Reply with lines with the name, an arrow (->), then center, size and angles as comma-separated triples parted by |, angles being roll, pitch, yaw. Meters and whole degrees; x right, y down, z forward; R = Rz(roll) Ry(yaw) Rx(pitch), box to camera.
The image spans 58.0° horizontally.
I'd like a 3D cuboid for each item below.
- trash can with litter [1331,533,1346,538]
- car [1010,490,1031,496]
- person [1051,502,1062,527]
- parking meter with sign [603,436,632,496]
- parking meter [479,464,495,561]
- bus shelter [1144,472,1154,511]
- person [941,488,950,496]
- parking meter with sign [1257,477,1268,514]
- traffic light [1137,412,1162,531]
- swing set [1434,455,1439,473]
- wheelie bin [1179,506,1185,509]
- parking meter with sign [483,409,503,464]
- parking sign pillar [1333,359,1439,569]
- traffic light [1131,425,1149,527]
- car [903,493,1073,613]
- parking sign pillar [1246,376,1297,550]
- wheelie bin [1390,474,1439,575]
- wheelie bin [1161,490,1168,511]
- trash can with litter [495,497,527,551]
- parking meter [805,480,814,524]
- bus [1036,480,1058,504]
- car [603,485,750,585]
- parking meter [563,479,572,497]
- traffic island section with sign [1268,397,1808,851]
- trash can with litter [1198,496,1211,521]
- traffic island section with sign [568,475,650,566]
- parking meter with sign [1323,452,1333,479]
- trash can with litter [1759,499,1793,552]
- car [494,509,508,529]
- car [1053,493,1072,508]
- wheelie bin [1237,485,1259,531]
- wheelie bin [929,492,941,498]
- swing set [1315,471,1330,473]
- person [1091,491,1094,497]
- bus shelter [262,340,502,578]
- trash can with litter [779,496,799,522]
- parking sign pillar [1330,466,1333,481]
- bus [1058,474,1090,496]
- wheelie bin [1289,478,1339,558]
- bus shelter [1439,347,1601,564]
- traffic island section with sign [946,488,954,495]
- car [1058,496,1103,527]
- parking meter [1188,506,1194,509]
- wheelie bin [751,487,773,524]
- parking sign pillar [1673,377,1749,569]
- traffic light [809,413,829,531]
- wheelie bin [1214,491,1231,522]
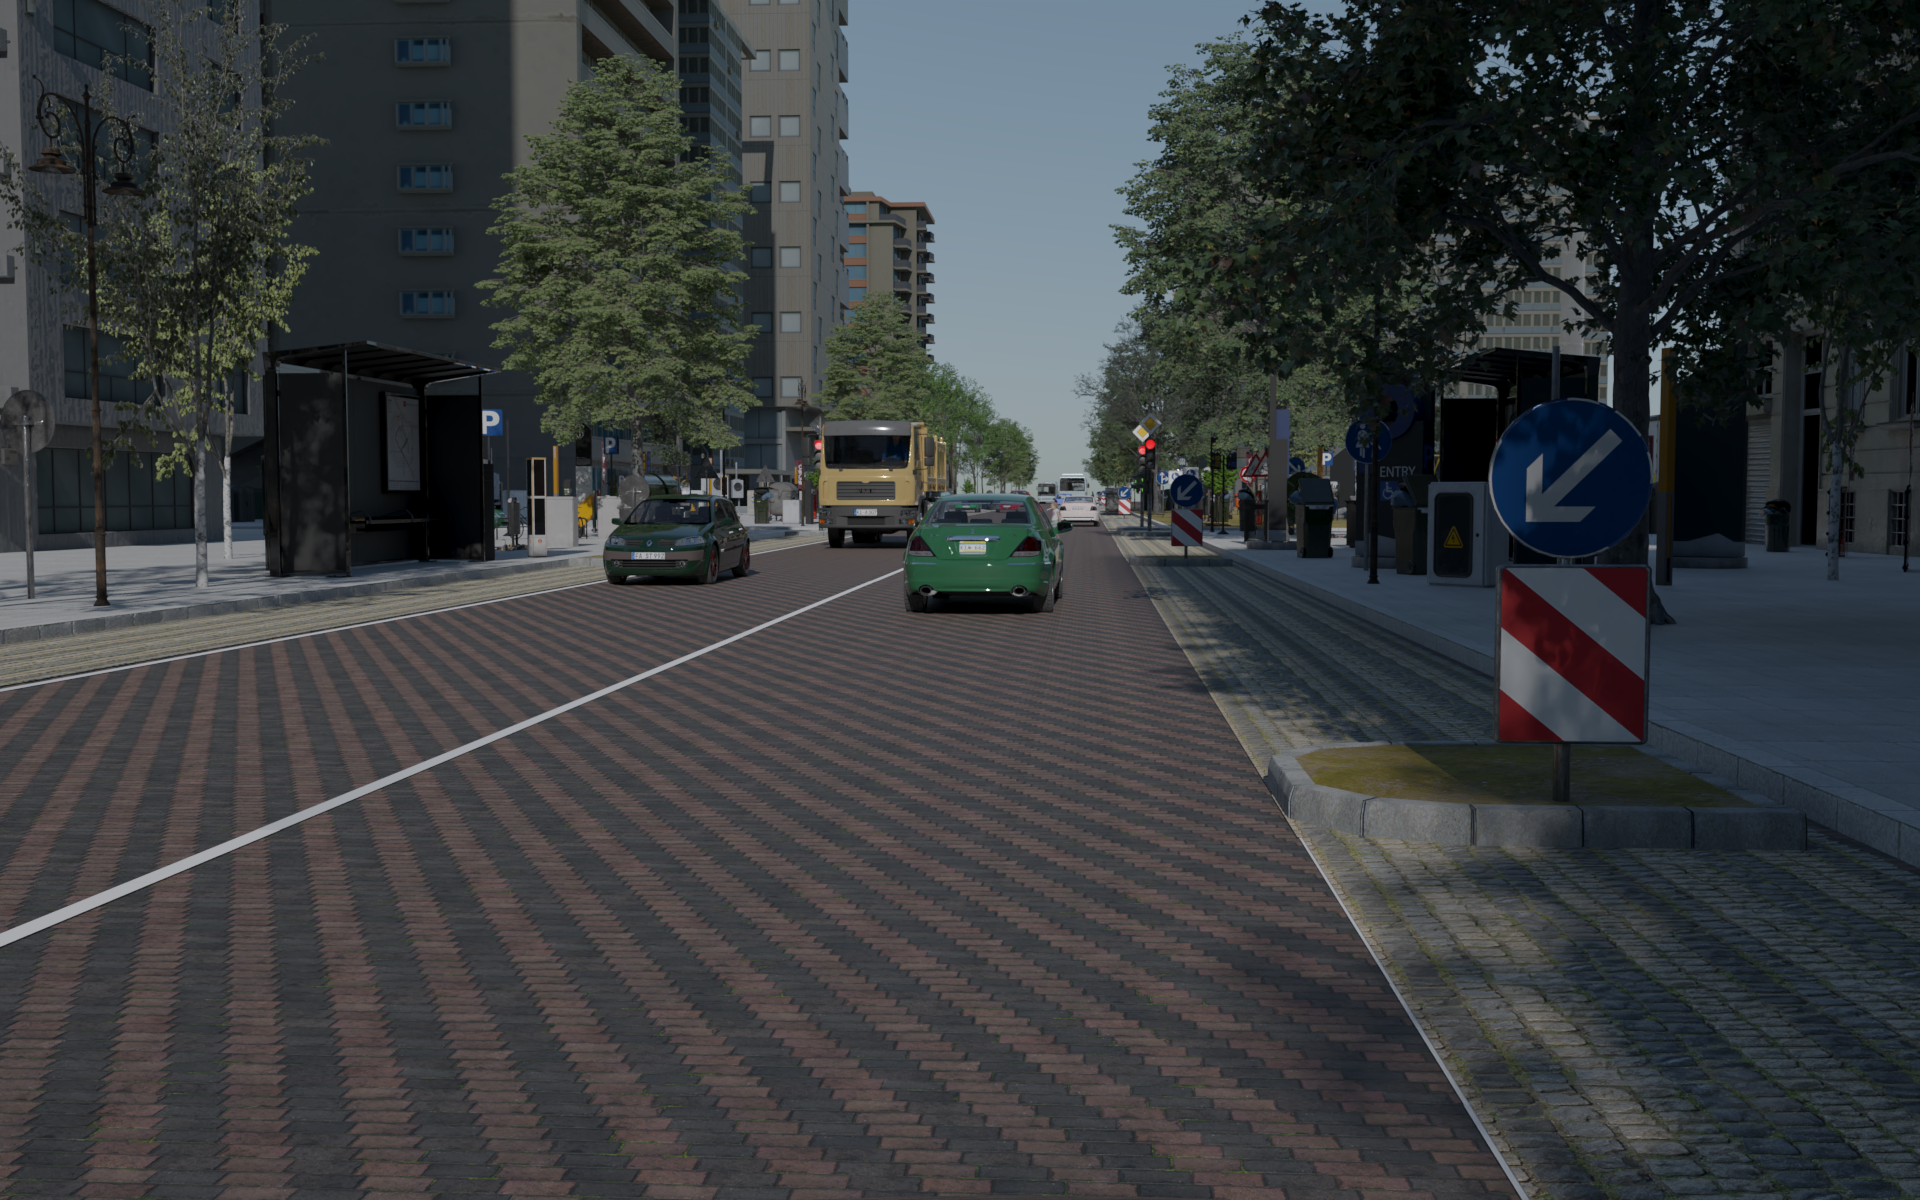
trash can with litter -> 11.371, -2.409, 50.447 | 2.233, 1.210, 1.678 | -1, 4, -23
car -> 5.455, -9.309, 160.872 | 2.281, 1.827, 5.304 | 0, 4, 5
person -> 2.723, -2.135, 48.423 | 0.382, 1.210, 0.505 | -2, 4, -26
parking meter with sign -> -10.102, -3.470, 52.997 | 0.543, 3.016, 1.738 | 2, 4, 30
parking meter -> -9.183, -1.696, 33.440 | 0.255, 1.863, 0.399 | -3, 5, -41
bus shelter -> 14.752, -8.833, 135.709 | 1.731, 3.624, 6.357 | 0, 4, 4
person -> -0.797, -5.606, 100.175 | 0.660, 1.820, 0.620 | 0, 4, 5
parking meter with sign -> 19.608, -6.971, 110.231 | 1.738, 3.016, 0.543 | -2, 4, -26
traffic light -> 6.499, -4.314, 59.454 | 0.839, 4.253, 0.868 | 0, 4, 4
swing set -> 18.236, -4.350, 68.737 | 3.119, 2.851, 2.862 | -2, 4, -34
wheelie bin -> 14.968, -6.596, 115.759 | 0.980, 1.594, 0.693 | 3, 4, 36
parking meter with sign -> -10.079, -2.452, 36.358 | 0.543, 3.016, 1.738 | -2, 4, -29
parking sign pillar -> 7.591, -2.553, 30.217 | 1.447, 3.967, 1.447 | 3, 5, 44
traffic light -> 7.078, -4.801, 67.418 | 0.839, 4.253, 0.868 | 0, 4, 4
car -> 0.374, -0.650, 22.423 | 2.131, 1.459, 4.920 | 0, 4, 6
parking sign pillar -> 7.405, -3.169, 40.290 | 1.447, 3.967, 1.447 | 1, 4, 11
wheelie bin -> 7.296, -1.206, 27.634 | 0.980, 1.594, 0.693 | -2, 4, -24
wheelie bin -> 15.078, -7.473, 130.091 | 0.980, 1.594, 0.693 | -1, 4, -17
trash can with litter -> -10.456, -1.769, 39.986 | 1.678, 1.210, 2.233 | 0, 4, -5
parking meter -> -6.382, -4.145, 73.487 | 0.255, 1.863, 0.399 | 1, 4, 17
bus -> 13.018, -15.867, 254.281 | 2.948, 3.499, 13.247 | 0, 4, 6
car -> -4.644, -1.158, 28.726 | 2.009, 1.686, 4.222 | 0, 4, 5
parking meter -> -15.549, -3.850, 68.663 | 0.255, 1.863, 0.399 | 0, 4, -1
traffic island section with sign -> 2.465, 0.043, 7.923 | 1.989, 1.847, 2.006 | 0, 4, 4
trash can with litter -> 12.954, -5.062, 93.819 | 1.678, 1.210, 2.233 | -1, 4, -20
traffic island section with sign -> -6.710, -1.623, 35.165 | 1.989, 1.847, 2.006 | 0, 4, 4
parking meter with sign -> 15.049, -4.627, 71.912 | 0.543, 3.016, 1.738 | 1, 4, 22
trash can with litter -> 18.157, -1.659, 38.513 | 0.624, 1.170, 1.055 | 2, 4, 31
car -> -19.484, -3.273, 65.315 | 4.920, 1.459, 2.131 | 0, 4, 3
car -> 8.366, -7.889, 138.571 | 1.945, 1.707, 3.694 | 0, 4, 4
wheelie bin -> 9.931, -3.174, 59.796 | 0.693, 1.594, 0.980 | 1, 4, 15
wheelie bin -> -1.881, -7.507, 130.643 | 0.980, 1.594, 0.693 | -2, 4, -29
swing set -> 24.904, -7.316, 117.228 | 2.862, 2.851, 3.119 | -2, 4, -35
person -> 19.237, -14.856, 251.384 | 0.705, 1.826, 1.348 | -1, 4, -20
bus shelter -> -9.694, -2.347, 29.659 | 1.731, 3.624, 6.357 | 0, 4, 4
trash can with litter -> -7.874, -4.180, 79.733 | 1.055, 1.170, 0.624 | 2, 4, 32
parking sign pillar -> 20.062, -6.260, 90.823 | 1.447, 3.967, 1.447 | 3, 5, 43
bus -> 10.752, -10.354, 164.152 | 2.948, 3.499, 13.247 | 0, 4, 5
wheelie bin -> 7.078, -1.644, 34.790 | 0.980, 1.594, 0.693 | 0, 4, -7
bus shelter -> 9.620, -2.412, 30.719 | 1.731, 3.624, 6.357 | 0, 4, 4
traffic island section with sign -> -0.707, -6.670, 117.674 | 1.989, 1.847, 2.006 | 0, 4, 4
car -> 5.351, -3.990, 77.602 | 2.083, 1.381, 4.827 | 0, 4, 5
parking meter -> 12.829, -5.373, 96.254 | 0.372, 1.533, 0.369 | 0, 3, 0
wheelie bin -> -8.516, -4.074, 74.523 | 0.980, 1.594, 0.693 | 0, 4, -1
parking sign pillar -> 13.033, -2.556, 30.267 | 1.447, 3.967, 1.447 | 2, 4, 32
traffic light -> -4.833, -4.363, 60.258 | 0.839, 4.253, 0.868 | 0, 4, 4
wheelie bin -> 11.930, -4.344, 78.939 | 0.980, 1.594, 0.693 | -2, 4, -25
